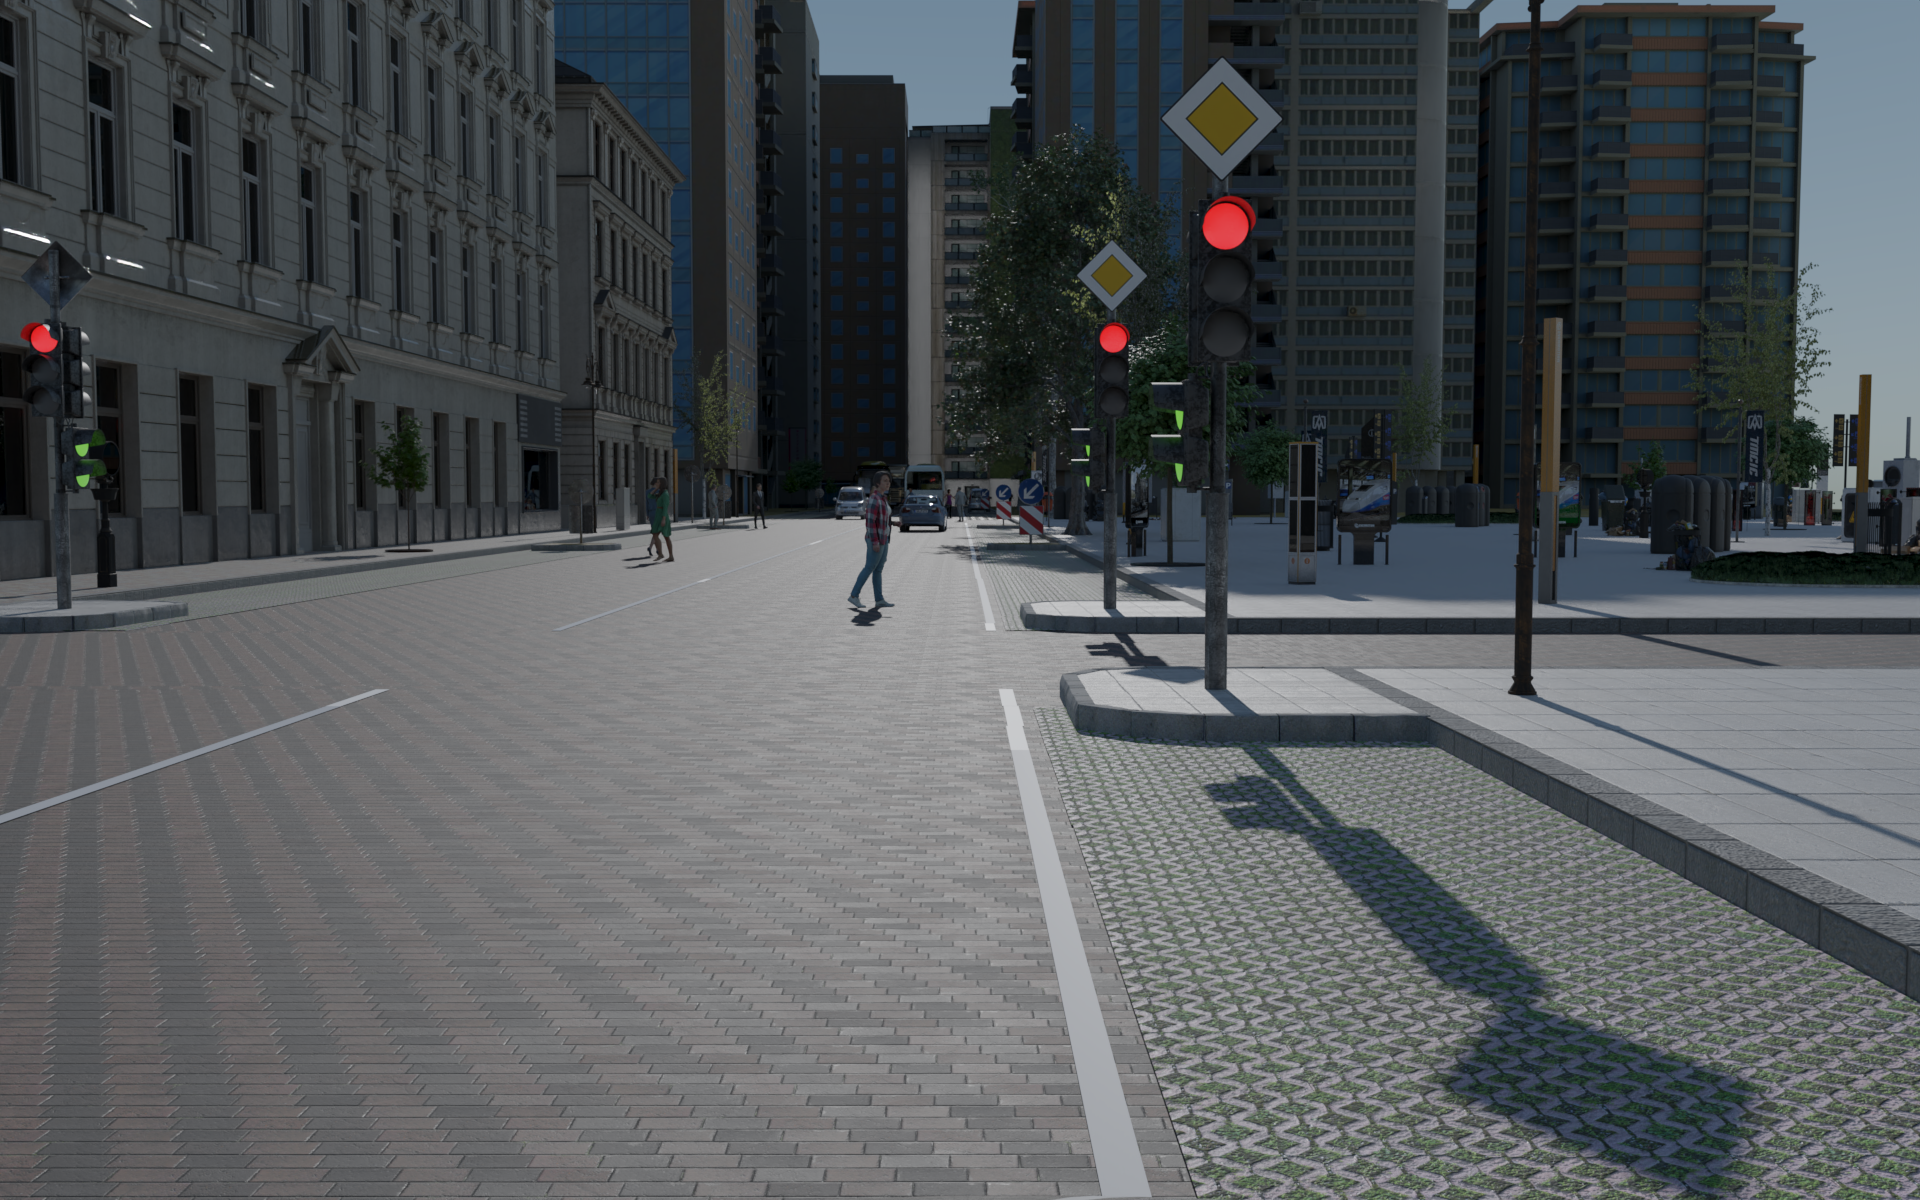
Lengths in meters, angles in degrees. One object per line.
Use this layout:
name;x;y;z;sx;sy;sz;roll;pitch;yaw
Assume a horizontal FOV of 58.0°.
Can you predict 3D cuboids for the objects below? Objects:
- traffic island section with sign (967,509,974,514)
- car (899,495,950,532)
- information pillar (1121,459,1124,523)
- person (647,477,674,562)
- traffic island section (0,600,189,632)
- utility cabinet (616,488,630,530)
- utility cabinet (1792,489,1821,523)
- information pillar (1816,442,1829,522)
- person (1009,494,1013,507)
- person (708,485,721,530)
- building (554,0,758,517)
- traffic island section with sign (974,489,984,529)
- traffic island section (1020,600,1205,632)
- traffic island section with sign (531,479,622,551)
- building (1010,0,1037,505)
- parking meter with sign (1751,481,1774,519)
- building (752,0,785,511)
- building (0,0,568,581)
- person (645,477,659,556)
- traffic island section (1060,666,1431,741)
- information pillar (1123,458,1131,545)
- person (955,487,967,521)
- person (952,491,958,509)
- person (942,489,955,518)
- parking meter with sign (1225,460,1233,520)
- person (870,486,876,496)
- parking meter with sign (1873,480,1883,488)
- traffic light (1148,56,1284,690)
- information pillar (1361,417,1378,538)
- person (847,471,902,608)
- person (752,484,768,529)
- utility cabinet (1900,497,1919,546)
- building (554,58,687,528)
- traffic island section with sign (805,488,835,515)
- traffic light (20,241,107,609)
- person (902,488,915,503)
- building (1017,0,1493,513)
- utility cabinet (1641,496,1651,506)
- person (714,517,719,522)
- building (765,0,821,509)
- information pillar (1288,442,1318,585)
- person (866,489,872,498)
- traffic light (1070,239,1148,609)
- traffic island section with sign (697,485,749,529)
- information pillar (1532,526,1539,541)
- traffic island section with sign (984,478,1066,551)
traffic island section with sign;1.637;-6.926;121.867;1.989;1.847;2.006;0;3;0
car;-1.418;-3.400;67.597;2.014;1.417;4.499;0;4;1
information pillar;7.261;-5.218;76.667;0.183;3.616;0.504;0;4;3
person;-6.267;-1.702;36.574;0.529;1.795;0.600;-2;4;-32
traffic island section;-10.041;0.177;19.393;2.009;0.180;2.903;0;3;0
utility cabinet;-11.951;-3.221;61.341;0.318;1.500;1.173;0;4;-1
utility cabinet;37.636;-4.178;76.991;1.173;1.500;0.318;0;4;-7
information pillar;38.936;-5.310;78.178;0.504;3.616;0.183;1;4;14
person;5.083;-10.284;176.267;0.705;1.869;1.348;3;4;37
person;-9.871;-3.713;69.307;0.391;1.810;0.635;-3;4;-36
building;-19.699;-27.604;101.435;14.600;45.320;14.200;0;3;0
traffic island section with sign;1.675;-3.847;71.530;1.989;1.847;2.006;0;3;0
traffic island section;1.701;0.176;19.395;2.009;0.180;2.903;0;3;0
traffic island section with sign;-9.740;-2.179;44.255;1.989;1.847;2.006;0;3;0
building;15.715;-30.572;154.479;22.147;44.769;28.867;0;3;0
parking meter with sign;41.177;-5.708;89.583;1.738;3.016;0.543;3;4;39
building;-24.328;-28.660;123.217;22.147;44.769;28.867;0;3;0
building;-21.958;-16.194;41.189;17.030;29.872;44.131;0;3;0
person;-7.122;-1.944;40.307;0.581;1.822;0.654;3;4;38
traffic island section;1.706;0.665;11.410;2.009;0.180;2.903;0;3;0
information pillar;4.425;-3.210;43.843;0.183;3.616;0.504;-2;4;-27
person;0.015;-5.037;90.952;0.635;1.810;0.391;-3;5;-42
person;-0.230;-9.569;164.962;0.705;1.824;1.348;3;5;42
person;-0.598;-5.715;102.616;1.217;1.739;0.721;-3;4;-38
parking meter with sign;13.444;-5.571;87.345;0.543;3.016;1.738;0;4;-2
person;-4.425;-4.904;88.661;0.573;1.828;0.580;-1;4;-22
parking meter with sign;48.859;-5.850;91.905;1.738;3.016;0.543;2;4;33
traffic light;1.666;-1.369;11.296;0.839;4.253;0.868;0;3;0
information pillar;11.999;-3.634;50.770;0.504;3.616;0.183;2;4;34
person;-1.078;-0.772;21.957;0.643;1.720;0.563;1;4;11
person;-8.192;-3.838;71.020;0.659;1.850;0.755;-3;5;-39
utility cabinet;22.045;-1.762;39.971;1.020;1.237;0.306;-3;4;-37
building;-18.266;-12.755;73.169;10.561;19.102;19.286;0;3;0
traffic island section with sign;-9.786;-6.882;121.152;1.989;1.847;2.006;0;3;0
traffic light;-10.001;-1.855;19.258;0.839;4.253;0.868;0;3;0
person;-2.996;-5.896;104.879;0.705;1.826;1.348;-3;5;-43
building;20.602;-26.671;127.959;32.217;40.220;23.993;0;3;0
utility cabinet;27.689;-3.589;69.849;0.306;1.237;1.020;1;4;11
person;-10.513;-3.693;73.889;0.505;1.210;0.382;3;5;40
building;-24.111;-32.690;158.182;21.600;48.544;21.300;0;3;0
information pillar;4.863;-1.228;24.577;0.304;2.012;0.304;-1;4;-18
person;-6.195;-6.707;118.696;0.750;1.759;0.617;-1;4;-16
traffic light;1.661;-1.857;19.281;0.839;4.253;0.868;0;3;0
traffic island section with sign;-9.742;-3.842;71.437;1.989;1.847;2.006;0;3;0
information pillar;15.560;-2.602;47.033;0.304;2.012;0.304;2;4;32
traffic island section with sign;1.688;-2.194;44.503;1.989;1.847;2.006;0;3;0
